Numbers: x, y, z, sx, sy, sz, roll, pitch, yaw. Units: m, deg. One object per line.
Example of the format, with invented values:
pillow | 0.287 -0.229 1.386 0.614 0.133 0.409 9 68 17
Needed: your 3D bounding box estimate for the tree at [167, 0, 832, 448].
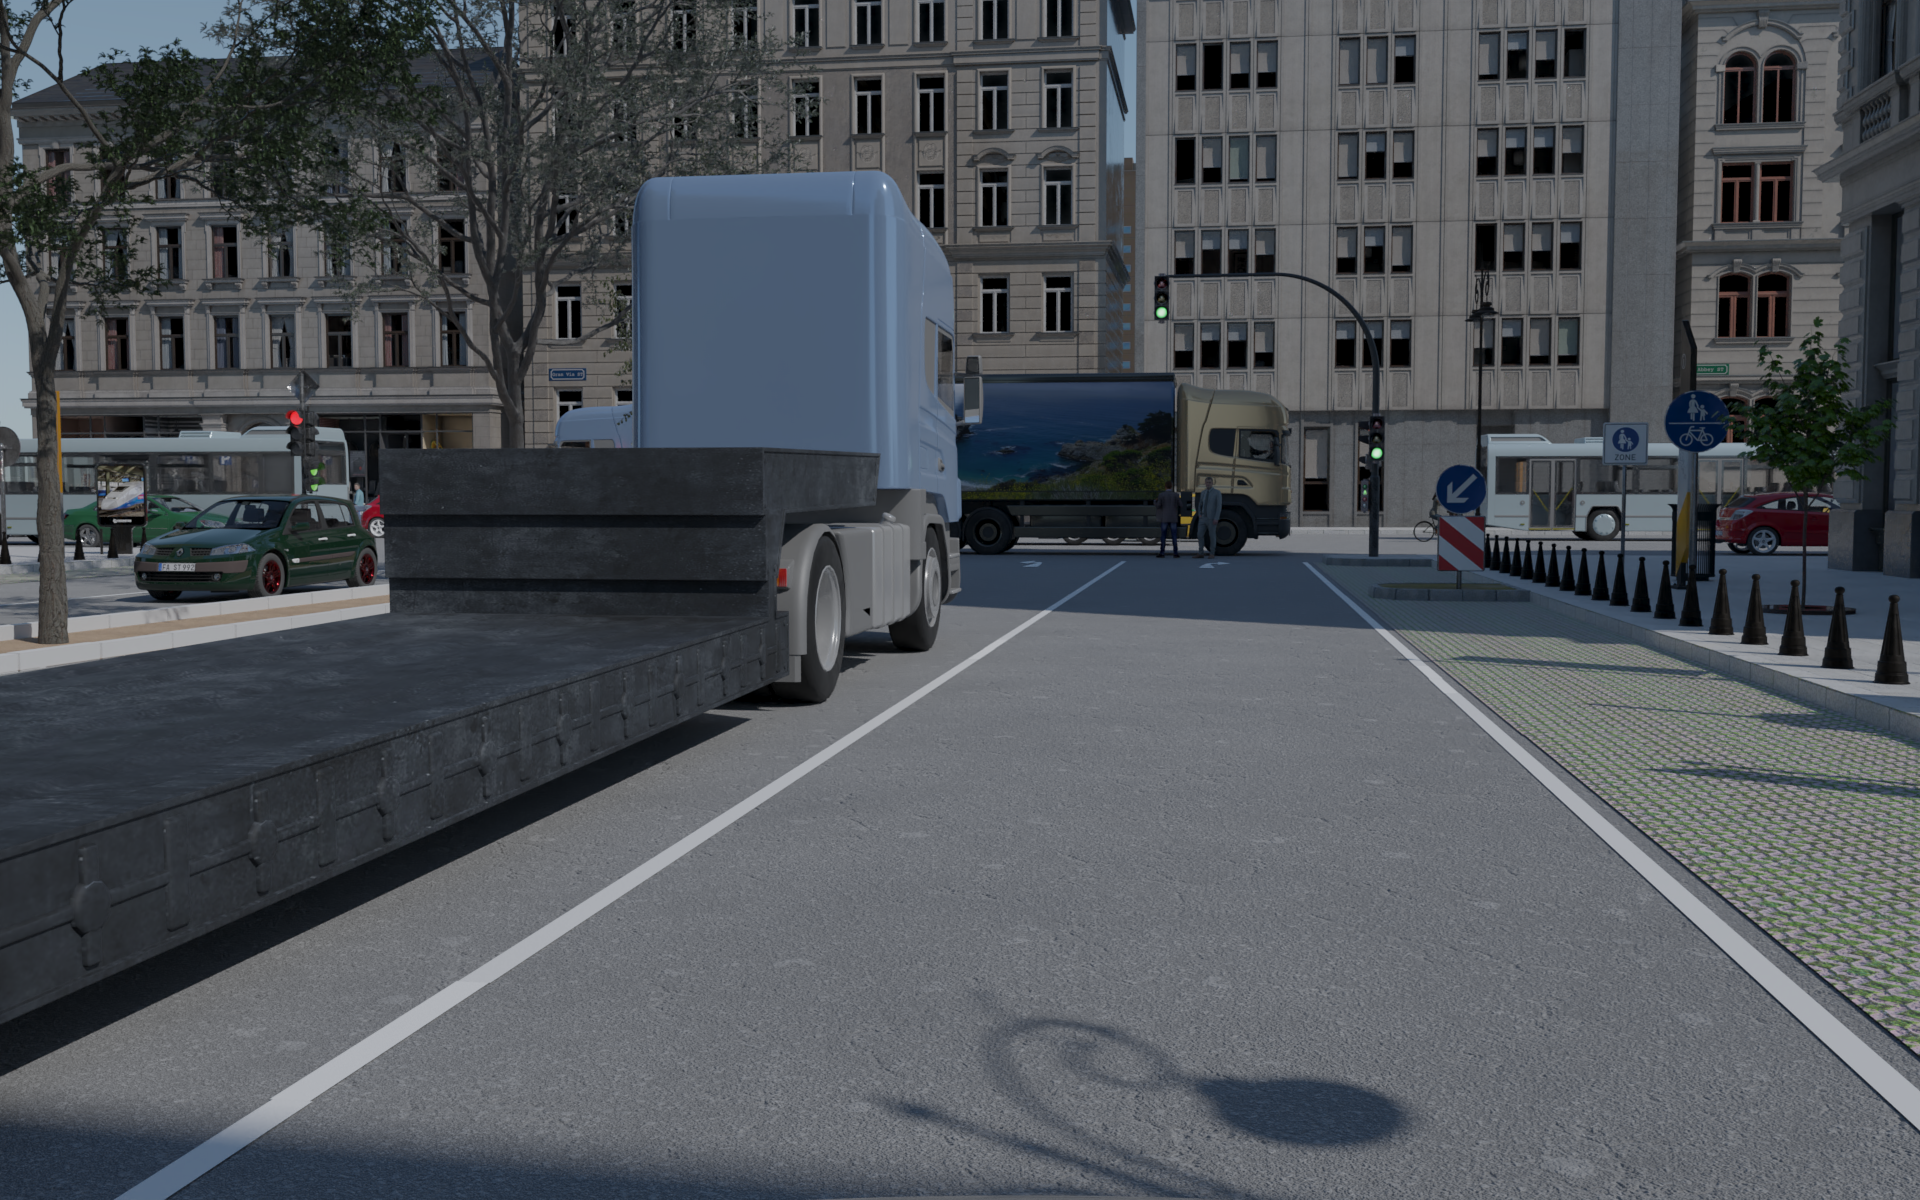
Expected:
tree | -6.800 -6.933 26.184 12.009 13.543 11.850 0 3 0

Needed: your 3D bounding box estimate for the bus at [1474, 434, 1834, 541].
bus | 22.817 -3.567 53.179 13.247 3.499 2.948 0 4 8

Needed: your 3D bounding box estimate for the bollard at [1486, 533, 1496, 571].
bollard | 9.001 -0.796 29.060 0.229 0.601 0.229 0 3 0

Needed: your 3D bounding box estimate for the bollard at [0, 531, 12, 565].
bollard | -17.438 -0.953 31.615 0.229 0.601 0.229 0 3 0

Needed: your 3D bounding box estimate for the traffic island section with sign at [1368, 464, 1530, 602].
traffic island section with sign | 6.707 -0.936 23.933 1.989 1.847 2.006 1 4 9

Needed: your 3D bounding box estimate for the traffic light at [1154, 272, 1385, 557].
traffic light | 6.365 -3.724 35.547 4.771 5.953 1.251 1 4 9

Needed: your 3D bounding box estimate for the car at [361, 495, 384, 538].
car | -17.329 -2.922 56.813 4.494 1.783 2.155 0 4 7

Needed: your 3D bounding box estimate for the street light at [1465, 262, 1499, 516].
street light | 10.412 -3.787 34.698 0.468 5.910 1.993 1 4 9

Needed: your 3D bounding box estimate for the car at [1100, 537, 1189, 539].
car | 6.045 -2.865 55.642 4.718 1.807 1.959 1 4 9

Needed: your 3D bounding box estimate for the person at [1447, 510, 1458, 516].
person | 17.150 -3.098 59.844 0.565 1.739 0.600 -3 4 -38

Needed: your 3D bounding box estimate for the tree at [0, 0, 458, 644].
tree | -8.573 -4.873 16.543 8.767 10.594 7.601 1 4 9

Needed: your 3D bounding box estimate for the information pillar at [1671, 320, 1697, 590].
information pillar | 9.728 -1.948 23.199 0.183 3.616 0.504 1 4 8

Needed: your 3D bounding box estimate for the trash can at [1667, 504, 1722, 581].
trash can | 10.872 -0.857 25.669 0.748 1.137 0.748 0 3 0

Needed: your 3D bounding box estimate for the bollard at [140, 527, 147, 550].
bollard | -16.812 -1.202 35.688 0.229 0.601 0.229 0 3 0

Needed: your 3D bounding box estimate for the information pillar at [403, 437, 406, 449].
information pillar | -22.664 -4.857 70.762 0.183 3.616 0.504 -1 4 -13

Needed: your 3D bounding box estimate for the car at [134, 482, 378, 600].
car | -9.869 -0.903 24.557 2.009 1.686 4.222 1 4 9

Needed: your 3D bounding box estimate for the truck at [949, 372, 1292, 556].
truck | 2.862 -3.210 41.398 11.283 4.237 2.839 0 4 8

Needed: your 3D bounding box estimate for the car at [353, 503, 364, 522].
car | -22.539 -2.909 59.560 4.499 1.417 2.014 0 4 8

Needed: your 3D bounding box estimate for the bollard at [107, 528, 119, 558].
bollard | -16.970 -1.140 34.674 0.229 0.601 0.229 0 3 0

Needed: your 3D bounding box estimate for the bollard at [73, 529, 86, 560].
bollard | -17.123 -1.077 33.655 0.229 0.601 0.229 0 3 0

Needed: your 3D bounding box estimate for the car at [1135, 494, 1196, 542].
car | 6.773 -2.576 52.341 3.980 1.641 2.015 1 4 10

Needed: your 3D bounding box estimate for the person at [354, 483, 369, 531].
person | -22.231 -3.413 64.159 0.748 1.841 0.638 1 4 12

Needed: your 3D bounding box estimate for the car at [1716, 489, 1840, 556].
car | 20.230 -1.946 40.863 4.494 1.783 2.155 0 4 8

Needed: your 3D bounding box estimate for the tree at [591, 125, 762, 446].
tree | -5.481 -4.996 34.497 4.360 8.622 3.978 0 3 0

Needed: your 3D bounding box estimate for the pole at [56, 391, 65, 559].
pole | -17.884 -2.473 34.269 0.158 3.312 0.155 0 3 0

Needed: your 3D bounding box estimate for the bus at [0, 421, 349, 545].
bus | -24.066 -3.303 48.857 13.247 3.499 2.948 1 4 8

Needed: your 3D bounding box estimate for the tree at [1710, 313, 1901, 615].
tree | 9.249 -1.469 18.626 1.663 3.219 1.824 0 3 0

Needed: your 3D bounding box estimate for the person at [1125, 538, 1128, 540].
person | 5.101 -2.772 54.304 0.515 1.767 0.782 0 4 -5

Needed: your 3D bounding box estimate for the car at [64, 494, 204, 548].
car | -21.188 -2.069 45.633 4.920 1.459 2.131 1 4 10

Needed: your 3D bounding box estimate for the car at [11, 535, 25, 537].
car | -32.474 -2.963 58.234 4.222 1.686 2.009 0 4 7

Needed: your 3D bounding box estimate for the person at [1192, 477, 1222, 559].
person | 5.521 -1.828 38.493 0.635 1.810 0.391 3 4 36

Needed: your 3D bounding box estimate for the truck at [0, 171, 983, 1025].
truck | -2.582 -1.172 8.923 2.967 4.110 18.799 1 4 9

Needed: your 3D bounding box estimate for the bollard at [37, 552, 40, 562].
bollard | -17.282 -1.015 32.641 0.229 0.601 0.229 0 3 0

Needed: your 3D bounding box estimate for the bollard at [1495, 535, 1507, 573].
bollard | 8.845 -0.734 28.044 0.229 0.601 0.229 0 3 0

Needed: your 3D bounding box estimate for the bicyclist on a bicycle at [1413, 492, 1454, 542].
bicyclist on a bicycle | 14.371 -2.549 51.696 1.625 1.676 1.499 1 4 9

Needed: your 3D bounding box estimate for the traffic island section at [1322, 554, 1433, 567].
traffic island section | 8.484 -0.807 35.477 2.009 0.180 2.903 1 4 9

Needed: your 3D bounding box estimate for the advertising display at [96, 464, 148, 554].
advertising display | -17.842 -1.937 36.883 0.974 1.923 0.123 -1 4 -12

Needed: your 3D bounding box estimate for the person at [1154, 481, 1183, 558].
person | 4.671 -1.807 38.863 0.655 1.722 0.431 0 4 2

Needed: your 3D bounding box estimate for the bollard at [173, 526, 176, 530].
bollard | -16.648 -1.265 36.724 0.229 0.601 0.229 0 3 0

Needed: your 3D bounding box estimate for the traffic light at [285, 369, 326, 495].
traffic light | -14.742 -3.059 38.932 0.839 4.253 0.868 1 4 9

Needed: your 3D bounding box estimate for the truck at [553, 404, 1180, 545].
truck | -3.081 -3.681 49.939 18.799 4.110 2.967 0 4 7
